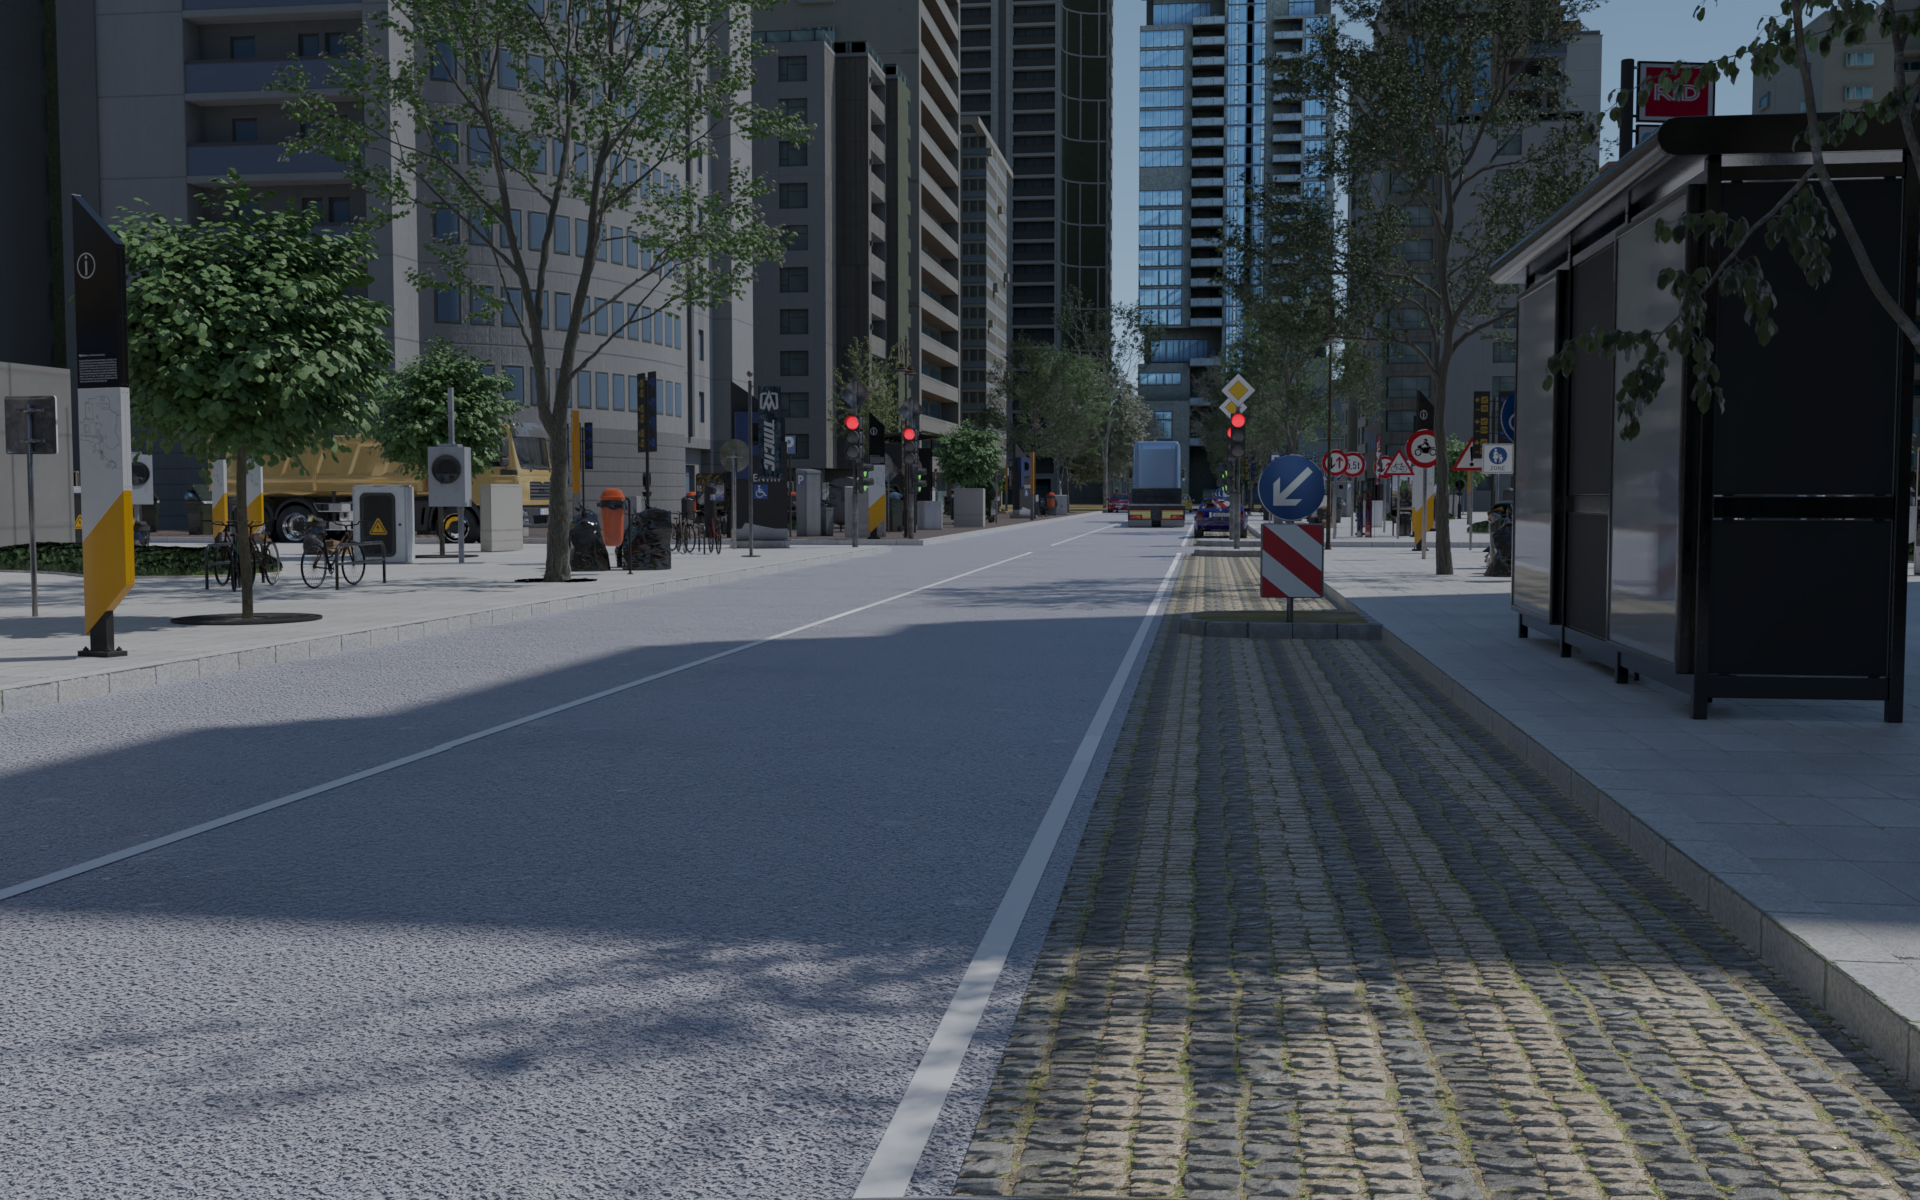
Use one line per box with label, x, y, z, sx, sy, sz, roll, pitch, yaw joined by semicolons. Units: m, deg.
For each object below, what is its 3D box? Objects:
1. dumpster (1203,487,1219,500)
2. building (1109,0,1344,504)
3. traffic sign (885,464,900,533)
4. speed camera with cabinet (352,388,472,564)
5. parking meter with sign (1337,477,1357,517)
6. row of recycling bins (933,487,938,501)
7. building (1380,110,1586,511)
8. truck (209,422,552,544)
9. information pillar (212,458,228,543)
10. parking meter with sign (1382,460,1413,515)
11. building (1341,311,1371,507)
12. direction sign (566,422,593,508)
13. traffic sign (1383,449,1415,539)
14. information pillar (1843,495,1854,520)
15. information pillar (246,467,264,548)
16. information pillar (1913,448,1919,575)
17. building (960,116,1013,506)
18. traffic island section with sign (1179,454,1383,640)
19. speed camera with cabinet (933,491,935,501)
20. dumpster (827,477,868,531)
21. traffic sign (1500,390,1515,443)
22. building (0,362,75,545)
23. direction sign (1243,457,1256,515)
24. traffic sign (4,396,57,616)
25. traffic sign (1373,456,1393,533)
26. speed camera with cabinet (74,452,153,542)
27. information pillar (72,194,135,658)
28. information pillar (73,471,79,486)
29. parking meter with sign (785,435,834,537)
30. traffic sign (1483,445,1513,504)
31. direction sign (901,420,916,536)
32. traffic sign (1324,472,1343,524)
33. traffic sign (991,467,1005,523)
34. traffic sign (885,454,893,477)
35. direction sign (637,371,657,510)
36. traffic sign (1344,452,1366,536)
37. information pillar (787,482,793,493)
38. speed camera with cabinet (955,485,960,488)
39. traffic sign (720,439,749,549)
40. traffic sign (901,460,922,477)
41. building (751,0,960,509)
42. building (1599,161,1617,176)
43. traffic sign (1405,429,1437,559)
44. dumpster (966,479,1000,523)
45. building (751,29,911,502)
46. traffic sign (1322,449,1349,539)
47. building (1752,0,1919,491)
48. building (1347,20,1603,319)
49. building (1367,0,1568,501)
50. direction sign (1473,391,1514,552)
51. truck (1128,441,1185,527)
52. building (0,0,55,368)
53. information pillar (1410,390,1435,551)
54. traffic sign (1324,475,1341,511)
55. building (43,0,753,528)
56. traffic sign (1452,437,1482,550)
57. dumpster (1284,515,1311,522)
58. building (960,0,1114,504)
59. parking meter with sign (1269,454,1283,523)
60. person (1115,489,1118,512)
dumpster;28.700;-11.789;197.698;1.985;2.255;1.502;1;4;9
building;35.196;-55.799;224.982;31.000;86.520;22.319;0;4;8
traffic sign;-2.352;-3.413;56.984;0.795;2.450;0.064;1;4;9
speed camera with cabinet;-10.135;-2.306;32.031;2.038;3.252;0.660;0;4;-4
parking meter with sign;21.250;-6.085;95.752;0.543;3.016;1.738;-3;5;-39
row of recycling bins;-2.276;-5.046;89.622;1.069;1.692;3.534;-2;4;-34
building;39.860;-22.204;134.741;14.160;30.474;14.107;0;4;8
truck;-15.141;-3.114;46.835;9.791;3.379;3.469;1;4;8
information pillar;-17.940;-3.092;41.906;0.504;3.616;0.183;2;4;32
parking meter with sign;22.214;-5.625;88.222;1.738;3.016;0.543;-2;4;-29
building;52.532;-19.832;169.292;27.650;21.520;28.899;0;4;8
direction sign;-11.925;-3.843;54.822;0.876;3.537;0.379;2;4;35
traffic sign;12.525;-3.026;49.473;0.884;2.594;0.081;1;4;16
information pillar;35.673;-3.980;69.564;0.304;2.012;0.304;0;4;6
information pillar;-16.539;-3.001;40.428;0.504;3.616;0.183;0;4;6
information pillar;15.300;-1.395;27.303;0.304;2.012;0.304;-1;4;-15
building;-7.501;-29.602;175.876;23.993;40.220;32.217;0;4;8
traffic island section with sign;3.292;-0.571;17.967;1.989;1.847;2.006;0;4;8
speed camera with cabinet;-1.877;-5.468;83.745;0.660;3.252;2.038;2;4;24
dumpster;-3.773;-3.254;58.965;1.264;1.857;1.865;0;4;8
traffic sign;6.566;-1.205;19.807;0.768;2.556;0.104;1;4;17
building;-29.082;-35.787;23.366;20.611;71.187;20.563;0;4;8
direction sign;17.619;-6.936;105.399;0.876;3.537;0.379;3;5;44
traffic sign;-9.693;-0.976;18.086;0.606;2.300;0.079;1;4;11
traffic sign;14.127;-3.516;57.594;0.768;2.556;0.104;1;4;12
speed camera with cabinet;-18.763;-2.658;37.802;0.660;3.252;2.038;3;5;41
information pillar;-6.711;-1.358;13.564;0.504;3.616;0.183;2;4;24
information pillar;-28.512;-3.133;55.711;0.304;2.012;0.304;-1;4;-15
parking meter with sign;-4.550;-3.426;52.280;0.543;3.016;1.738;3;4;38
traffic sign;10.886;-2.018;35.119;0.606;2.300;0.079;1;4;9
direction sign;-1.594;-3.764;53.533;0.379;3.537;0.876;2;4;27
traffic sign;15.836;-4.486;73.458;0.768;2.556;0.104;1;4;16
traffic sign;1.596;-4.648;76.107;0.768;2.556;0.104;1;4;14
traffic sign;-2.450;-3.252;53.270;0.768;2.556;0.104;1;4;14
direction sign;-5.829;-2.466;32.310;0.379;3.537;0.876;-2;4;-32
traffic sign;11.870;-3.197;52.385;0.768;2.556;0.104;1;4;15
information pillar;-10.046;-5.979;102.246;0.304;2.012;0.304;-3;4;-36
speed camera with cabinet;0.659;-7.691;120.080;2.038;3.252;0.660;1;4;21
traffic sign;-5.236;-2.451;40.184;0.768;2.556;0.104;1;4;17
traffic sign;-1.695;-3.664;60.010;0.768;2.556;0.104;1;4;17
building;-12.016;-31.411;137.264;21.300;48.544;21.600;0;4;8
building;93.255;-34.495;218.620;28.867;44.769;22.147;0;4;8
traffic sign;9.144;-2.077;34.066;0.768;2.556;0.104;1;4;16
dumpster;0.950;-4.576;77.312;1.502;2.255;1.985;1;4;8
building;-11.279;-20.821;112.118;14.160;30.474;14.107;0;4;8
traffic sign;10.697;-3.014;49.390;0.768;2.556;0.104;1;4;15
building;90.244;-33.223;166.895;21.600;48.544;21.300;0;4;8
building;64.415;-41.531;221.031;28.212;58.520;21.231;0;4;8
building;42.830;-30.465;148.219;14.600;45.320;14.200;0;4;8
direction sign;11.737;-2.823;38.152;0.876;3.537;0.379;0;4;6
truck;9.378;-5.678;82.601;2.967;4.110;18.799;0;4;6
building;-44.153;-18.318;71.205;14.107;30.474;14.160;0;4;8
information pillar;10.455;-2.913;38.990;0.504;3.616;0.183;-2;4;-26
traffic sign;15.876;-4.542;74.266;0.884;2.594;0.081;1;4;10
building;-23.101;-32.679;76.308;21.231;58.520;28.212;0;4;8
traffic sign;11.649;-2.413;39.456;0.884;2.594;0.081;1;4;17
dumpster;15.240;-4.413;77.917;1.264;1.857;1.865;1;4;8
building;9.286;-48.326;228.380;20.611;71.187;20.563;0;4;8
parking meter with sign;13.716;-4.809;74.893;0.543;3.016;1.738;0;4;5
person;12.259;-7.778;135.654;0.705;1.826;1.348;1;4;11
